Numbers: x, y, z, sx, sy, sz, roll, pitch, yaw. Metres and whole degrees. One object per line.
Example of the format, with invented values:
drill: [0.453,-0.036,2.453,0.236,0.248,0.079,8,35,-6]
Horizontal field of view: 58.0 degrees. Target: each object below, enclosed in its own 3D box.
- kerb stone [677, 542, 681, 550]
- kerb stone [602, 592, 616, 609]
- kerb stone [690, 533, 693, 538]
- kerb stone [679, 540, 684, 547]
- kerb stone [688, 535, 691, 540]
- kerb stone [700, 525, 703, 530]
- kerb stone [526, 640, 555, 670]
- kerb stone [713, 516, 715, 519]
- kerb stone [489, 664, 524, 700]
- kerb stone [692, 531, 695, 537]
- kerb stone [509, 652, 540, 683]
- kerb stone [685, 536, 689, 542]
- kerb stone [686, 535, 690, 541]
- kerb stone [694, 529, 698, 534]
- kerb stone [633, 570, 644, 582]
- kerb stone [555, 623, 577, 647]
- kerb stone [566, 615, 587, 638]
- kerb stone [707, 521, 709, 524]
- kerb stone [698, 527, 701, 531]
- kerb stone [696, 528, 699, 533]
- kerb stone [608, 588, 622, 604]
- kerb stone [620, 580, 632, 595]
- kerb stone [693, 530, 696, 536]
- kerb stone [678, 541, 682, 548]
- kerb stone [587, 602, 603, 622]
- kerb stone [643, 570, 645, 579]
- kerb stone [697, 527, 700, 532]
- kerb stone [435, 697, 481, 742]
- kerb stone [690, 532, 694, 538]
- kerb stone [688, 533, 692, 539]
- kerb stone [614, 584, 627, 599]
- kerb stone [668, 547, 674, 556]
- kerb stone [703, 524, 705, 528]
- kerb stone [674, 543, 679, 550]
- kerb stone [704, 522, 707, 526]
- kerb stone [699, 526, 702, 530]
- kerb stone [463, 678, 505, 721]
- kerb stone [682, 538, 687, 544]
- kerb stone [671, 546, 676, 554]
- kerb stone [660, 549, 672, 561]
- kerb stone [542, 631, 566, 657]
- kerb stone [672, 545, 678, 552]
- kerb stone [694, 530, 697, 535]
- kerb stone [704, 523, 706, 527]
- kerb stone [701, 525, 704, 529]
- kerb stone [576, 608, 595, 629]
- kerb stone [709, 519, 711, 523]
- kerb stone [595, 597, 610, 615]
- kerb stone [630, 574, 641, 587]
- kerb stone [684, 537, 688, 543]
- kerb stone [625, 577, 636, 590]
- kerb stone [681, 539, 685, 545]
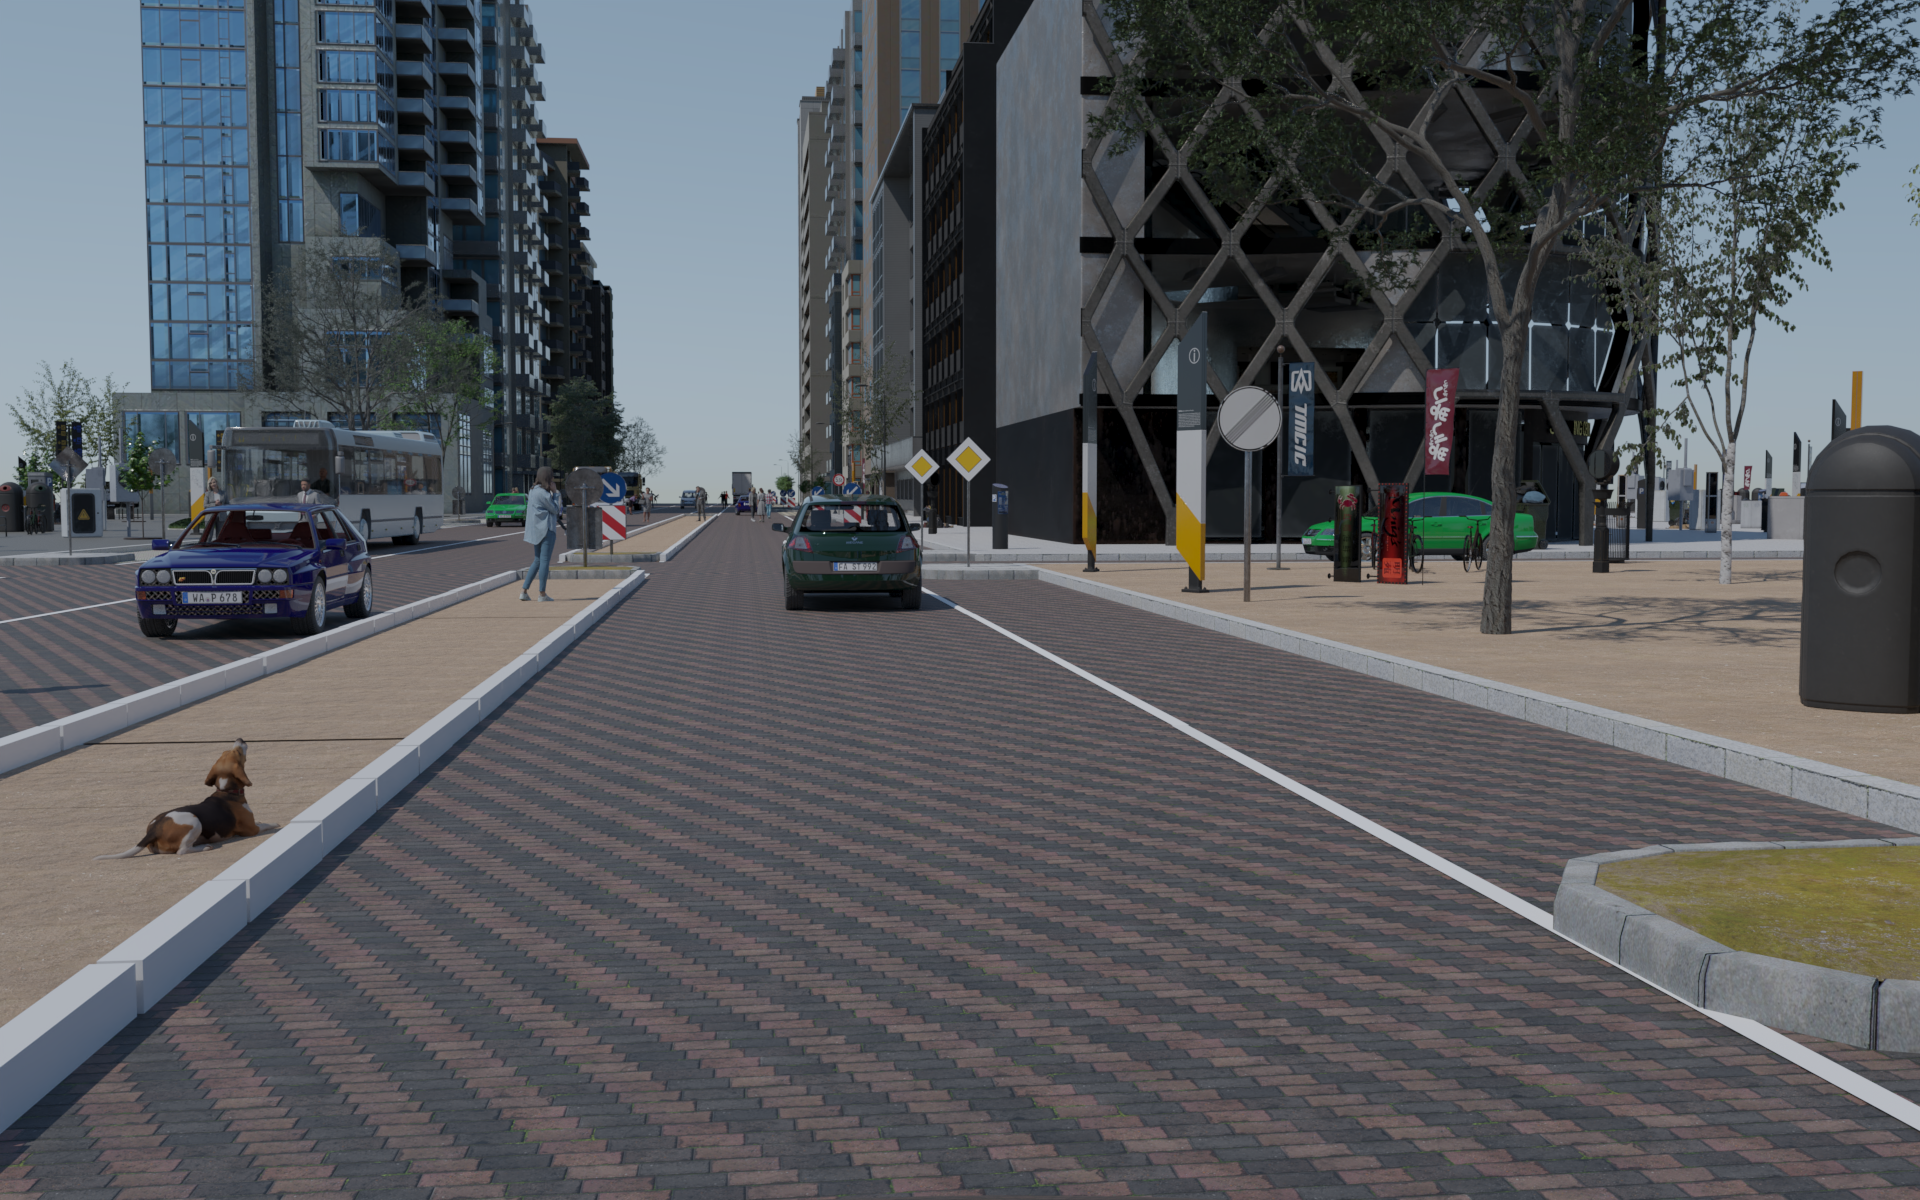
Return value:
kerb stone: [-7.145,-1.300,43.445,0.120,0.150,1.000,0,4,-7]
kerb stone: [-4.409,0.039,21.564,0.120,0.150,1.000,0,4,-7]
kerb stone: [-8.414,-1.921,53.611,0.120,0.150,1.000,0,4,-7]
kerb stone: [-7.394,-1.418,45.474,0.120,0.150,1.000,0,4,-7]
kerb stone: [-8.162,-1.788,51.571,0.120,0.150,1.000,0,4,-7]
kerb stone: [-9.941,-2.666,65.813,0.120,0.150,1.000,0,4,-7]
kerb stone: [-3.517,0.475,14.437,0.120,0.150,1.000,0,4,-7]
kerb stone: [-13.250,-4.285,92.265,0.120,0.150,1.000,0,4,-7]
kerb stone: [-3.269,0.601,12.400,0.120,0.150,1.000,0,4,-7]
kerb stone: [-8.665,-2.046,55.641,0.120,0.150,1.000,0,4,-7]
kerb stone: [-3.399,0.545,13.422,0.120,0.150,1.000,0,4,-7]
kerb stone: [-7.908,-1.672,49.538,0.120,0.150,1.000,0,4,-7]
kerb stone: [-8.038,-1.735,50.556,0.120,0.150,1.000,0,4,-7]
kerb stone: [-9.049,-2.229,58.695,0.120,0.150,1.000,0,4,-7]
kerb stone: [-5.175,-0.335,27.669,0.120,0.150,1.000,0,4,-7]
kerb stone: [-3.780,0.354,16.471,0.120,0.150,1.000,0,4,-7]
kerb stone: [-3.901,0.287,17.497,0.120,0.150,1.000,0,4,-7]
kerb stone: [-11.208,-3.288,75.986,0.120,0.150,1.000,0,4,-7]
kerb stone: [-9.559,-2.481,62.765,0.120,0.150,1.000,0,4,-7]
kerb stone: [-9.173,-2.294,59.709,0.120,0.150,1.000,0,4,-7]
kerb stone: [-4.541,-0.024,22.582,0.120,0.150,1.000,0,4,-7]
kerb stone: [-4.792,-0.148,24.619,0.120,0.150,1.000,0,4,-7]
kerb stone: [-8.792,-2.108,56.655,0.120,0.150,1.000,0,4,-7]
kerb stone: [-7.269,-1.361,44.459,0.120,0.150,1.000,0,4,-7]
kerb stone: [-4.156,0.163,19.536,0.120,0.150,1.000,0,4,-7]
kerb stone: [-5.309,-0.397,28.682,0.120,0.150,1.000,0,4,-7]
kerb stone: [-9.440,-2.419,61.746,0.120,0.150,1.000,0,4,-7]
kerb stone: [-3.018,0.728,10.365,0.120,0.150,1.000,0,4,-7]
kerb stone: [-8.547,-1.980,54.625,0.120,0.150,1.000,0,4,-7]
kerb stone: [-8.293,-1.859,52.584,0.120,0.150,1.000,0,4,-7]
kerb stone: [-4.662,-0.086,23.598,0.120,0.150,1.000,0,4,-7]
kerb stone: [-6.637,-1.048,39.367,0.120,0.150,1.000,0,4,-7]
kerb stone: [-10.326,-2.852,68.866,0.120,0.150,1.000,0,4,-7]
kerb stone: [-7.029,-1.233,42.427,0.120,0.150,1.000,0,4,-7]
kerb stone: [-10.700,-3.041,71.919,0.120,0.150,1.000,0,4,-7]
kerb stone: [-9.683,-2.543,63.781,0.120,0.150,1.000,0,4,-7]
kerb stone: [-3.140,0.661,11.386,0.120,0.150,1.000,0,4,-7]
kerb stone: [-7.646,-1.548,47.502,0.120,0.150,1.000,0,4,-7]
kerb stone: [-6.761,-1.110,40.388,0.120,0.150,1.000,0,4,-7]
kerb stone: [-6.505,-0.988,38.350,0.120,0.150,1.000,0,4,-7]
kerb stone: [-3.649,0.412,15.454,0.120,0.150,1.000,0,4,-7]
kerb stone: [-6.894,-1.172,41.408,0.120,0.150,1.000,0,4,-7]
kerb stone: [-8.919,-2.170,57.672,0.120,0.150,1.000,0,4,-7]
kerb stone: [-10.578,-2.979,70.899,0.120,0.150,1.000,0,4,-7]
kerb stone: [-10.065,-2.730,66.827,0.120,0.150,1.000,0,4,-7]
kerb stone: [-4.035,0.226,18.521,0.120,0.150,1.000,0,4,-7]
kerb stone: [-11.849,-3.602,81.094,0.120,0.150,1.000,0,4,-7]
kerb stone: [-4.284,0.102,20.550,0.120,0.150,1.000,0,4,-7]
kerb stone: [-5.044,-0.268,26.655,0.120,0.150,1.000,0,4,-7]
kerb stone: [-7.781,-1.607,48.515,0.120,0.150,1.000,0,4,-7]
kerb stone: [-4.919,-0.210,25.634,0.120,0.150,1.000,0,4,-7]
kerb stone: [-7.526,-1.484,46.487,0.120,0.150,1.000,0,4,-7]
